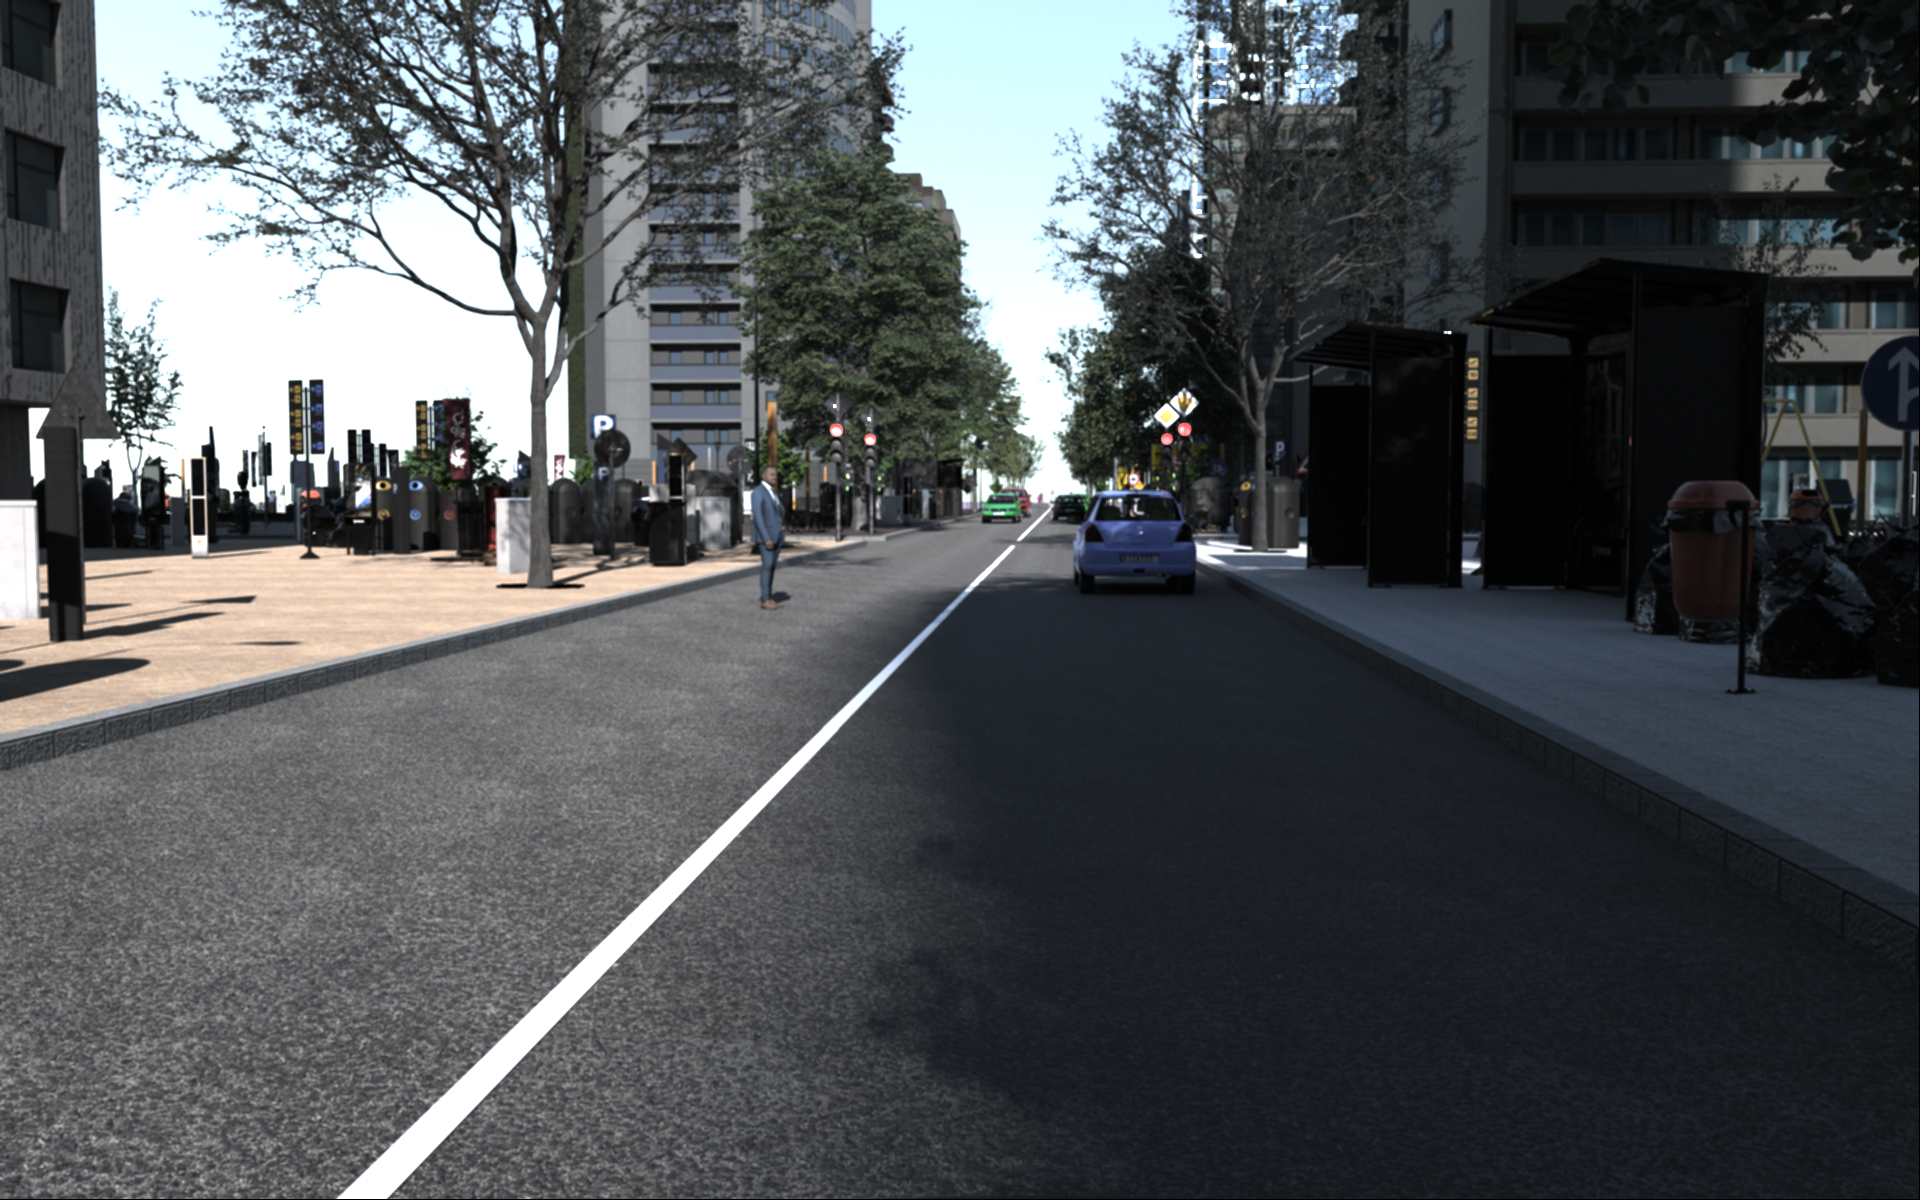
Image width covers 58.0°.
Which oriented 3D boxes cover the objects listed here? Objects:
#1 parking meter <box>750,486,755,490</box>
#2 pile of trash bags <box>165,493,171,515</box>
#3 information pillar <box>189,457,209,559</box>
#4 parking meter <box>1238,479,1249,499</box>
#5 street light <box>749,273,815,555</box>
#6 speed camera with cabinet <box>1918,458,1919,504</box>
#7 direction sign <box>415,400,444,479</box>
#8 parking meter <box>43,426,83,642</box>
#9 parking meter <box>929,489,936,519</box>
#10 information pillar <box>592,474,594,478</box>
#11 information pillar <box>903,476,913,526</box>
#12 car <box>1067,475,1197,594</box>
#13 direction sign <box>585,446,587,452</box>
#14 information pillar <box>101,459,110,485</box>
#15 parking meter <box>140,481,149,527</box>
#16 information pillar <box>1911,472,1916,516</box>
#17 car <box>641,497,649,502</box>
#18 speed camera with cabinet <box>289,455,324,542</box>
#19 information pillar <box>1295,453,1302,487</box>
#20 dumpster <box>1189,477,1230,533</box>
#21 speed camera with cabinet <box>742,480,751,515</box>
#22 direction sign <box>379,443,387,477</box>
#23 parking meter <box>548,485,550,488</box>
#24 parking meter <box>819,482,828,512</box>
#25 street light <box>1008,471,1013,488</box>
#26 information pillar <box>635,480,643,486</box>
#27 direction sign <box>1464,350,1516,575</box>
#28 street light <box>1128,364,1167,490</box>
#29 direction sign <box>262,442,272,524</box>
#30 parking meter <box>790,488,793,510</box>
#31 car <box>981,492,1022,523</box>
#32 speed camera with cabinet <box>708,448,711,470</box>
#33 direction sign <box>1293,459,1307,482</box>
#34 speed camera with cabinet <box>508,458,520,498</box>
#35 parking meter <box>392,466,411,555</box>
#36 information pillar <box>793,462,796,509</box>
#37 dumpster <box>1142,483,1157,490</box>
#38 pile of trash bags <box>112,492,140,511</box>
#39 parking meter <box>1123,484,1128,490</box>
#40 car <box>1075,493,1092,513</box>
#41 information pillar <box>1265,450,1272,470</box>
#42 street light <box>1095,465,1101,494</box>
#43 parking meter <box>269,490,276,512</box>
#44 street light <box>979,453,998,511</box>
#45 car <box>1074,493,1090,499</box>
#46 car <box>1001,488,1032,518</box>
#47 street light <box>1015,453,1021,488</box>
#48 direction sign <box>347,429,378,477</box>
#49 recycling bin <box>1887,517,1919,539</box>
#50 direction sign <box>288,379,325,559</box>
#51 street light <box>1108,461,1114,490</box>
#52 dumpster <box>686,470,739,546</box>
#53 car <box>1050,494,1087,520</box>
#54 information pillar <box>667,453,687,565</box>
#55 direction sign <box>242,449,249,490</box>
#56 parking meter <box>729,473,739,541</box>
[{"bbox_3d":[-15.397,-7.523,128.709,0.399,1.863,0.255,1,4,14],"label":"parking meter"},{"bbox_3d":[-47.051,-5.666,102.387,1.912,1.369,3.447,-2,4,-29],"label":"pile of trash bags"},{"bbox_3d":[-15.155,-1.835,34.487,0.304,2.012,0.304,-1,4,-21],"label":"information pillar"},{"bbox_3d":[11.104,-3.796,67.768,0.399,1.863,0.255,0,4,-4],"label":"parking meter"},{"bbox_3d":[-3.752,-3.915,36.552,1.470,5.913,1.316,0,4,3],"label":"street light"},{"bbox_3d":[23.765,-2.911,41.935,0.660,3.252,2.038,3,5,42],"label":"speed camera with cabinet"},{"bbox_3d":[-12.737,-3.043,41.755,0.876,3.537,0.379,1,4,22],"label":"direction sign"},{"bbox_3d":[-7.870,-0.581,15.204,0.255,1.863,0.399,-2,4,-25],"label":"parking meter"},{"bbox_3d":[-1.384,-4.848,87.681,0.372,1.533,0.369,0,3,0],"label":"parking meter"},{"bbox_3d":[-13.170,-3.580,63.020,0.304,2.012,0.304,1,4,21],"label":"information pillar"},{"bbox_3d":[-2.134,-4.048,70.683,0.304,2.012,0.304,2,4,27],"label":"information pillar"},{"bbox_3d":[2.597,-1.020,26.270,1.945,1.707,3.694,0,4,2],"label":"car"},{"bbox_3d":[-17.646,-5.495,81.833,0.379,3.537,0.876,0,4,-6],"label":"direction sign"},{"bbox_3d":[-56.844,-7.575,115.202,0.504,3.616,0.183,-3,5,-43],"label":"information pillar"},{"bbox_3d":[-31.970,-3.813,68.047,0.255,1.863,0.399,1,4,18],"label":"parking meter"},{"bbox_3d":[31.324,-3.220,57.135,0.304,2.012,0.304,2,4,25],"label":"information pillar"},{"bbox_3d":[-8.971,-2.310,50.123,4.827,1.381,2.083,0,4,4],"label":"car"},{"bbox_3d":[-17.804,-3.234,47.213,0.660,3.252,2.038,-2,4,-29],"label":"speed camera with cabinet"},{"bbox_3d":[19.311,-6.579,98.919,0.504,3.616,0.183,-3,5,-41],"label":"information pillar"},{"bbox_3d":[8.384,-3.199,58.054,1.264,1.857,1.865,0,4,3],"label":"dumpster"},{"bbox_3d":[-13.413,-6.963,108.182,2.038,3.252,0.660,-3,5,-43],"label":"speed camera with cabinet"},{"bbox_3d":[-25.894,-5.197,76.974,0.876,3.537,0.379,-3,4,-36],"label":"direction sign"},{"bbox_3d":[-27.303,-6.660,114.598,0.255,1.863,0.399,-3,5,-41],"label":"parking meter"},{"bbox_3d":[-6.564,-4.757,83.483,0.399,1.863,0.255,-3,5,-42],"label":"parking meter"},{"bbox_3d":[4.057,-11.715,164.087,1.470,5.913,1.316,0,4,3],"label":"street light"},{"bbox_3d":[-16.692,-5.235,90.092,0.304,2.012,0.304,-3,5,-41],"label":"information pillar"},{"bbox_3d":[8.305,-2.166,27.405,0.876,3.537,0.379,1,4,10],"label":"direction sign"},{"bbox_3d":[6.832,-5.479,62.126,1.470,5.913,1.316,0,4,3],"label":"street light"},{"bbox_3d":[-30.033,-5.076,74.989,0.379,3.537,0.876,1,4,11],"label":"direction sign"},{"bbox_3d":[-12.060,-7.193,123.311,0.255,1.863,0.399,3,5,40],"label":"parking meter"},{"bbox_3d":[2.085,-4.733,86.188,1.959,1.807,4.718,0,4,5],"label":"car"},{"bbox_3d":[-11.358,-4.874,74.028,2.038,3.252,0.660,2,4,30],"label":"speed camera with cabinet"},{"bbox_3d":[21.972,-7.343,112.050,0.876,3.537,0.379,1,4,13],"label":"direction sign"},{"bbox_3d":[-24.641,-6.155,94.971,0.660,3.252,2.038,-2,4,-35],"label":"speed camera with cabinet"},{"bbox_3d":[-11.890,-1.905,36.855,0.255,1.863,0.399,-3,5,-40],"label":"parking meter"},{"bbox_3d":[-9.954,-6.900,104.172,0.183,3.616,0.504,1,4,10],"label":"information pillar"},{"bbox_3d":[9.666,-4.909,86.021,1.264,1.857,1.865,0,4,3],"label":"dumpster"},{"bbox_3d":[-61.305,-7.245,128.212,3.447,1.369,1.912,-3,5,-43],"label":"pile of trash bags"},{"bbox_3d":[10.017,-6.012,104.014,0.399,1.863,0.255,0,4,-2],"label":"parking meter"},{"bbox_3d":[7.534,-6.269,111.302,1.959,1.807,4.718,0,4,4],"label":"car"},{"bbox_3d":[16.402,-6.173,92.282,0.504,3.616,0.183,-2,4,-24],"label":"information pillar"},{"bbox_3d":[11.450,-10.221,139.651,1.470,5.913,1.316,0,4,3],"label":"street light"},{"bbox_3d":[-38.371,-5.399,96.680,0.372,1.533,0.369,0,3,0],"label":"parking meter"},{"bbox_3d":[2.112,-9.715,131.381,1.470,5.913,1.316,0,4,3],"label":"street light"},{"bbox_3d":[9.647,-8.144,142.198,2.155,1.783,4.494,0,4,2],"label":"car"},{"bbox_3d":[3.318,-6.024,107.163,2.281,1.827,5.304,0,4,5],"label":"car"},{"bbox_3d":[6.016,-13.711,196.710,1.470,5.913,1.316,0,4,3],"label":"street light"},{"bbox_3d":[-20.940,-4.187,60.454,0.876,3.537,0.379,1,4,10],"label":"direction sign"},{"bbox_3d":[10.833,-0.408,19.221,0.722,1.027,0.722,-1,4,-16],"label":"recycling bin"},{"bbox_3d":[-12.925,-2.589,34.322,0.876,3.537,0.379,1,4,23],"label":"direction sign"},{"bbox_3d":[8.806,-7.547,95.935,1.470,5.913,1.316,0,4,3],"label":"street light"},{"bbox_3d":[-6.143,-2.217,42.012,1.264,1.857,1.865,0,4,3],"label":"dumpster"},{"bbox_3d":[5.985,-5.234,95.355,2.009,1.686,4.222,0,4,2],"label":"car"},{"bbox_3d":[-5.125,-1.644,31.378,0.304,2.012,0.304,0,4,-1],"label":"information pillar"},{"bbox_3d":[-36.203,-5.862,87.833,0.379,3.537,0.876,-3,5,-40],"label":"direction sign"},{"bbox_3d":[-6.156,-2.539,47.222,0.255,1.863,0.399,0,4,0],"label":"parking meter"}]
